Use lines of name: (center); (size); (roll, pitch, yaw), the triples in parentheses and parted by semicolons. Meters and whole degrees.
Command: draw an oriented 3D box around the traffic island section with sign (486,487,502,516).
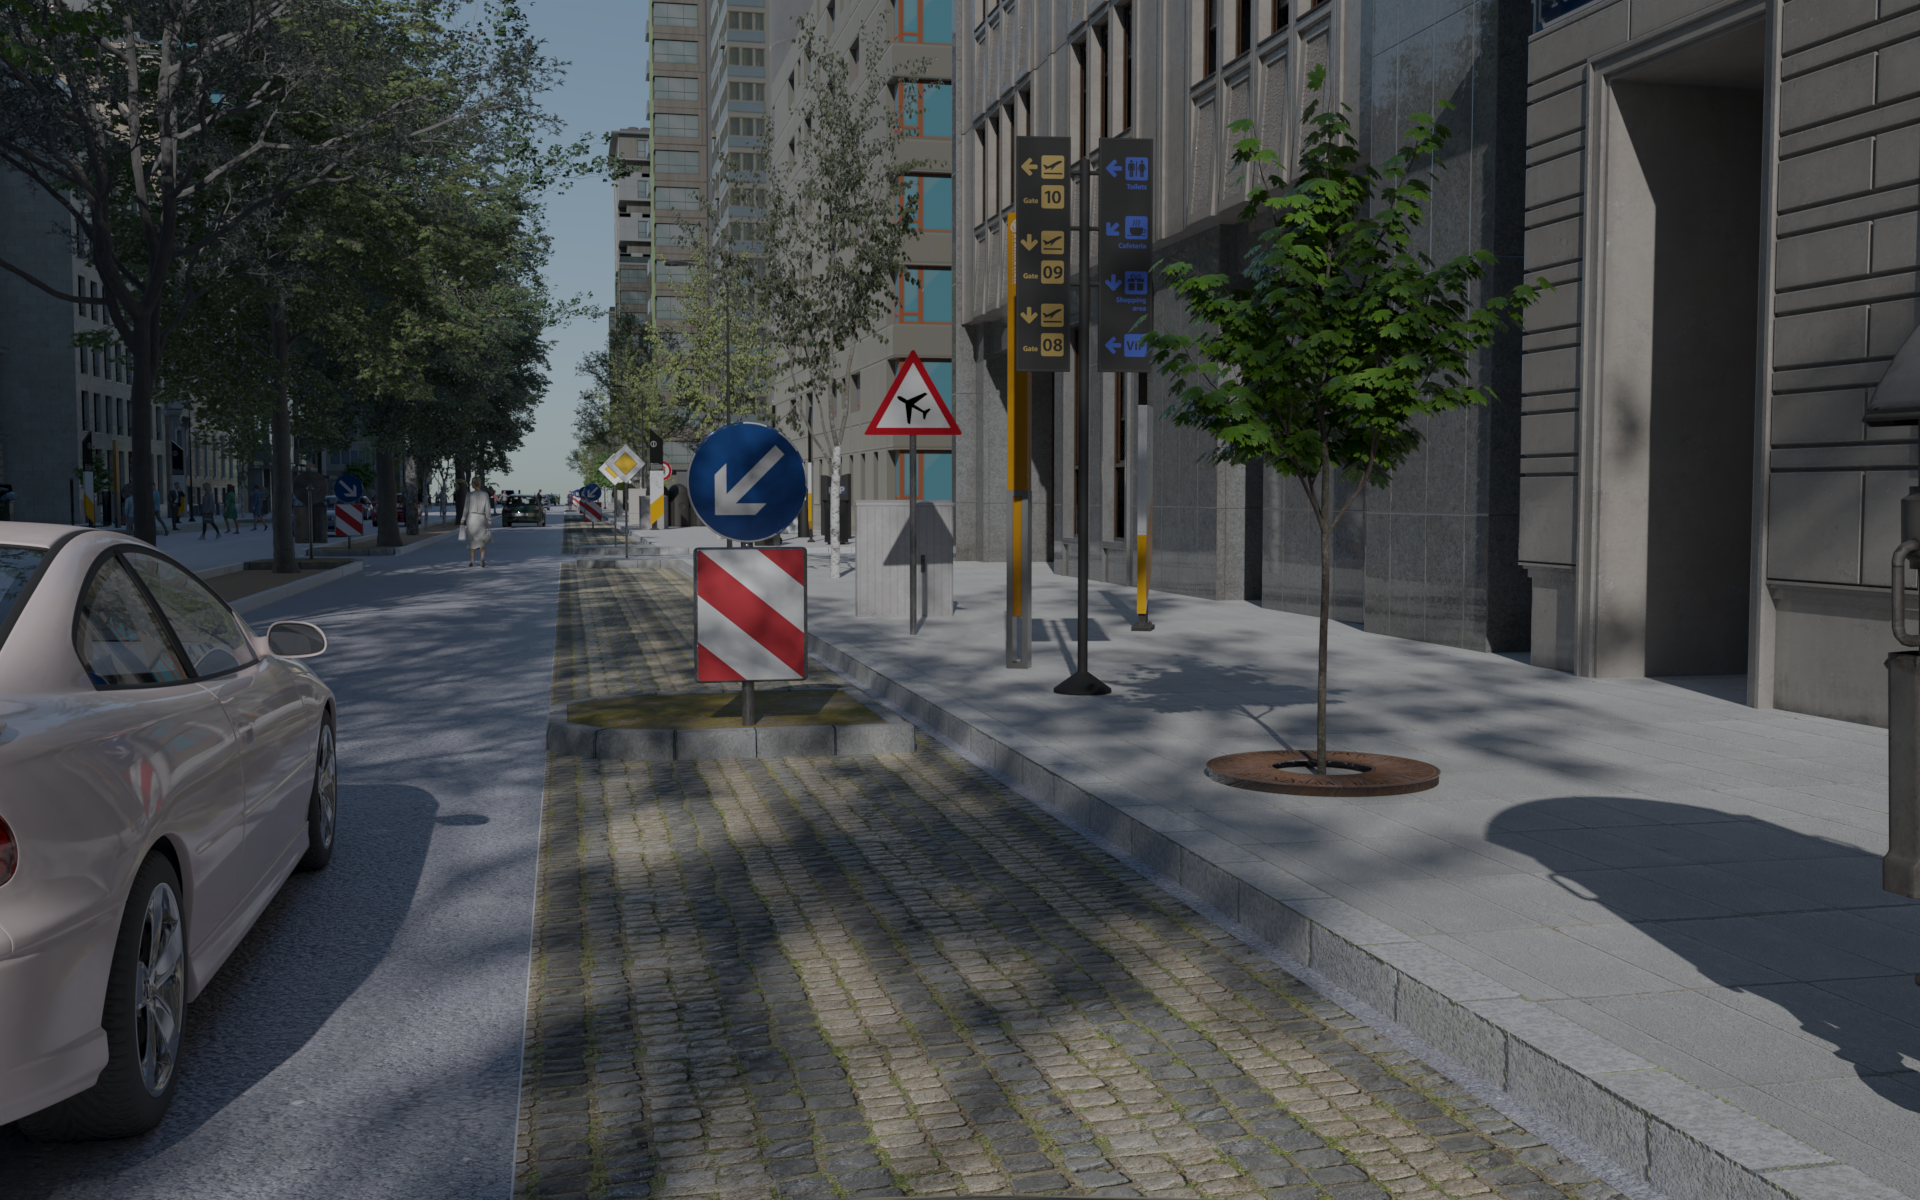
traffic island section with sign: (-30.987, -6.476, 114.019); (2.006, 1.907, 1.989); (-1, 4, -13)

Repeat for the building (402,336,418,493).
building: (-79.579, -27.921, 228.216); (14.160, 30.474, 14.107); (-1, 4, -13)

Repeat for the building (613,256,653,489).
building: (-34.641, -26.952, 212.373); (14.160, 30.474, 14.107); (-1, 4, -13)

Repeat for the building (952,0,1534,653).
building: (7.901, -12.611, 24.220); (12.078, 24.808, 19.932); (-1, 4, -13)

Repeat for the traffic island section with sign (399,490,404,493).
traffic island section with sign: (-52.264, -9.412, 162.510); (1.989, 1.847, 2.006); (-1, 4, -13)

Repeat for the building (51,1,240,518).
building: (-50.079, -19.169, 99.322); (13.634, 28.700, 20.117); (-1, 4, -13)

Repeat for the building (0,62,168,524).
building: (-44.832, -13.841, 81.055); (10.420, 20.320, 16.860); (-1, 4, -13)

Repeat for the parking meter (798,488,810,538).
parking meter: (-4.597, -2.606, 51.024); (0.372, 1.533, 0.369); (0, 3, 0)

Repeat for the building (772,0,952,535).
building: (9.217, -13.349, 63.298); (28.899, 21.520, 27.650); (-1, 4, -13)

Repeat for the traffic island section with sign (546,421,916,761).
traffic island section with sign: (-1.432, -0.098, 10.234); (1.989, 1.847, 2.006); (-1, 4, -13)

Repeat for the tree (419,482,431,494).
tree: (-67.540, -13.737, 219.196); (1.663, 3.219, 1.824); (0, 3, 0)

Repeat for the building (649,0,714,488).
building: (-15.927, -27.227, 128.763); (14.154, 41.232, 14.086); (-1, 4, -13)

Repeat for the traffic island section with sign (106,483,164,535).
traffic island section with sign: (-29.071, -3.181, 60.642); (1.989, 1.847, 2.006); (-1, 4, -13)

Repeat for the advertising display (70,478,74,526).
advertising display: (-35.459, -3.912, 69.172); (0.123, 1.923, 0.974); (-2, 4, -27)

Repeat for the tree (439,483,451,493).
tree: (-75.297, -15.827, 253.364); (1.663, 3.219, 1.824); (0, 3, 0)

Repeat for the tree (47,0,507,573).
tree: (-12.012, -6.726, 30.550); (7.486, 12.596, 7.792); (0, 3, 0)

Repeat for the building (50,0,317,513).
building: (-60.006, -30.813, 123.401); (23.786, 49.044, 30.456); (-1, 4, -13)

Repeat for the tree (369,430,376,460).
tree: (-55.885, -13.403, 169.503); (4.737, 8.622, 4.395); (0, 3, 0)

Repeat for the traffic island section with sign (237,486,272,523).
traffic island section with sign: (-35.062, -4.789, 86.926); (1.989, 1.847, 2.006); (-1, 4, -13)

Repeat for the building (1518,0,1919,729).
building: (11.252, -10.258, 3.870); (11.583, 22.565, 21.152); (-1, 4, -13)

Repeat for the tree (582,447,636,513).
tree: (-23.884, -8.313, 119.637); (4.285, 4.588, 4.351); (0, 3, 0)

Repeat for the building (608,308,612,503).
building: (-46.929, -30.297, 267.057); (14.160, 30.474, 14.107); (-1, 4, -13)

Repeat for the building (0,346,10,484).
building: (-41.502, -14.411, 54.707); (14.460, 24.649, 34.723); (-1, 4, -13)

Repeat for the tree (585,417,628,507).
tree: (-31.098, -12.345, 152.203); (4.360, 8.622, 3.978); (0, 3, 0)

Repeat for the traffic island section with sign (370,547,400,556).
traffic island section with sign: (-14.298, -1.995, 40.751); (2.006, 1.907, 1.989); (-1, 4, -13)

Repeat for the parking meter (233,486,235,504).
parking meter: (-43.280, -5.944, 102.889); (0.255, 1.863, 0.399); (3, 5, 43)

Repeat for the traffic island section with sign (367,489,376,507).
traffic island section with sign: (-46.276, -7.804, 136.226); (1.989, 1.847, 2.006); (-1, 4, -13)

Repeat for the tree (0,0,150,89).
tree: (-7.747, -5.011, 10.137); (9.928, 11.665, 9.643); (0, 3, 0)

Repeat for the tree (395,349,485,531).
tree: (-20.774, -6.994, 67.174); (4.360, 8.622, 3.978); (0, 3, 0)

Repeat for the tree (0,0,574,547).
tree: (-10.001, -6.610, 20.897); (12.009, 13.543, 11.850); (0, 3, 0)

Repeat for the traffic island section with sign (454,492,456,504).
traffic island section with sign: (-70.299, -14.255, 241.697); (1.989, 1.847, 2.006); (-1, 4, -13)

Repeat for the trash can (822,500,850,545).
trash can: (-3.135, -1.972, 43.900); (0.748, 1.137, 0.748); (0, 3, 0)

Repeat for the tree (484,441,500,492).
tree: (-24.784, -8.203, 86.931); (4.360, 8.622, 3.978); (0, 3, 0)

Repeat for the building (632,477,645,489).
building: (-17.613, -29.833, 179.657); (32.217, 40.220, 23.993); (-1, 4, -13)

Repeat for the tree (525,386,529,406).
tree: (-26.778, -10.128, 93.802); (9.928, 11.665, 9.643); (0, 3, 0)

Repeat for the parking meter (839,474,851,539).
parking meter: (-3.320, -2.671, 49.388); (0.399, 1.863, 0.255); (2, 4, 24)

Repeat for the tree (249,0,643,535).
tree: (-17.569, -12.258, 58.761); (12.611, 20.169, 13.585); (0, 3, 0)

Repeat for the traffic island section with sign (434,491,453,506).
traffic island section with sign: (-64.288, -12.641, 215.311); (1.989, 1.847, 2.006); (-1, 4, -13)

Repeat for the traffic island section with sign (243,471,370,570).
traffic island section with sign: (-12.663, -1.553, 33.525); (2.006, 1.907, 1.989); (-1, 4, -13)

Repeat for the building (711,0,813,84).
building: (-2.577, -25.453, 108.039); (32.217, 40.220, 23.993); (-1, 4, -13)

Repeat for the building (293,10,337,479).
building: (-67.745, -30.429, 152.138); (22.147, 44.769, 28.867); (-1, 4, -13)

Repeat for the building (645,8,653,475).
building: (-15.716, -32.524, 151.368); (23.786, 49.044, 30.456); (-1, 4, -13)

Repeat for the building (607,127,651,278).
building: (-35.244, -40.269, 247.640); (28.713, 52.752, 27.495); (-1, 4, -13)

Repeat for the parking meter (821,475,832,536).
parking meter: (-4.112, -2.928, 53.578); (0.255, 1.863, 0.399); (2, 4, 29)

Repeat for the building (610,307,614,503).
building: (-37.822, -27.791, 226.091); (14.160, 30.474, 14.107); (-1, 4, -13)

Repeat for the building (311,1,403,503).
building: (-78.920, -40.589, 205.628); (21.231, 58.520, 28.212); (-1, 4, -13)

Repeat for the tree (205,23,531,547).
tree: (-15.472, -8.406, 46.543); (9.857, 13.997, 8.962); (0, 3, 0)

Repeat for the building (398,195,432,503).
building: (-85.923, -37.018, 255.346); (14.600, 45.320, 14.200); (-1, 4, -13)

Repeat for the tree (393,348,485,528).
tree: (-21.746, -7.330, 72.671); (4.737, 8.622, 4.395); (0, 3, 0)
